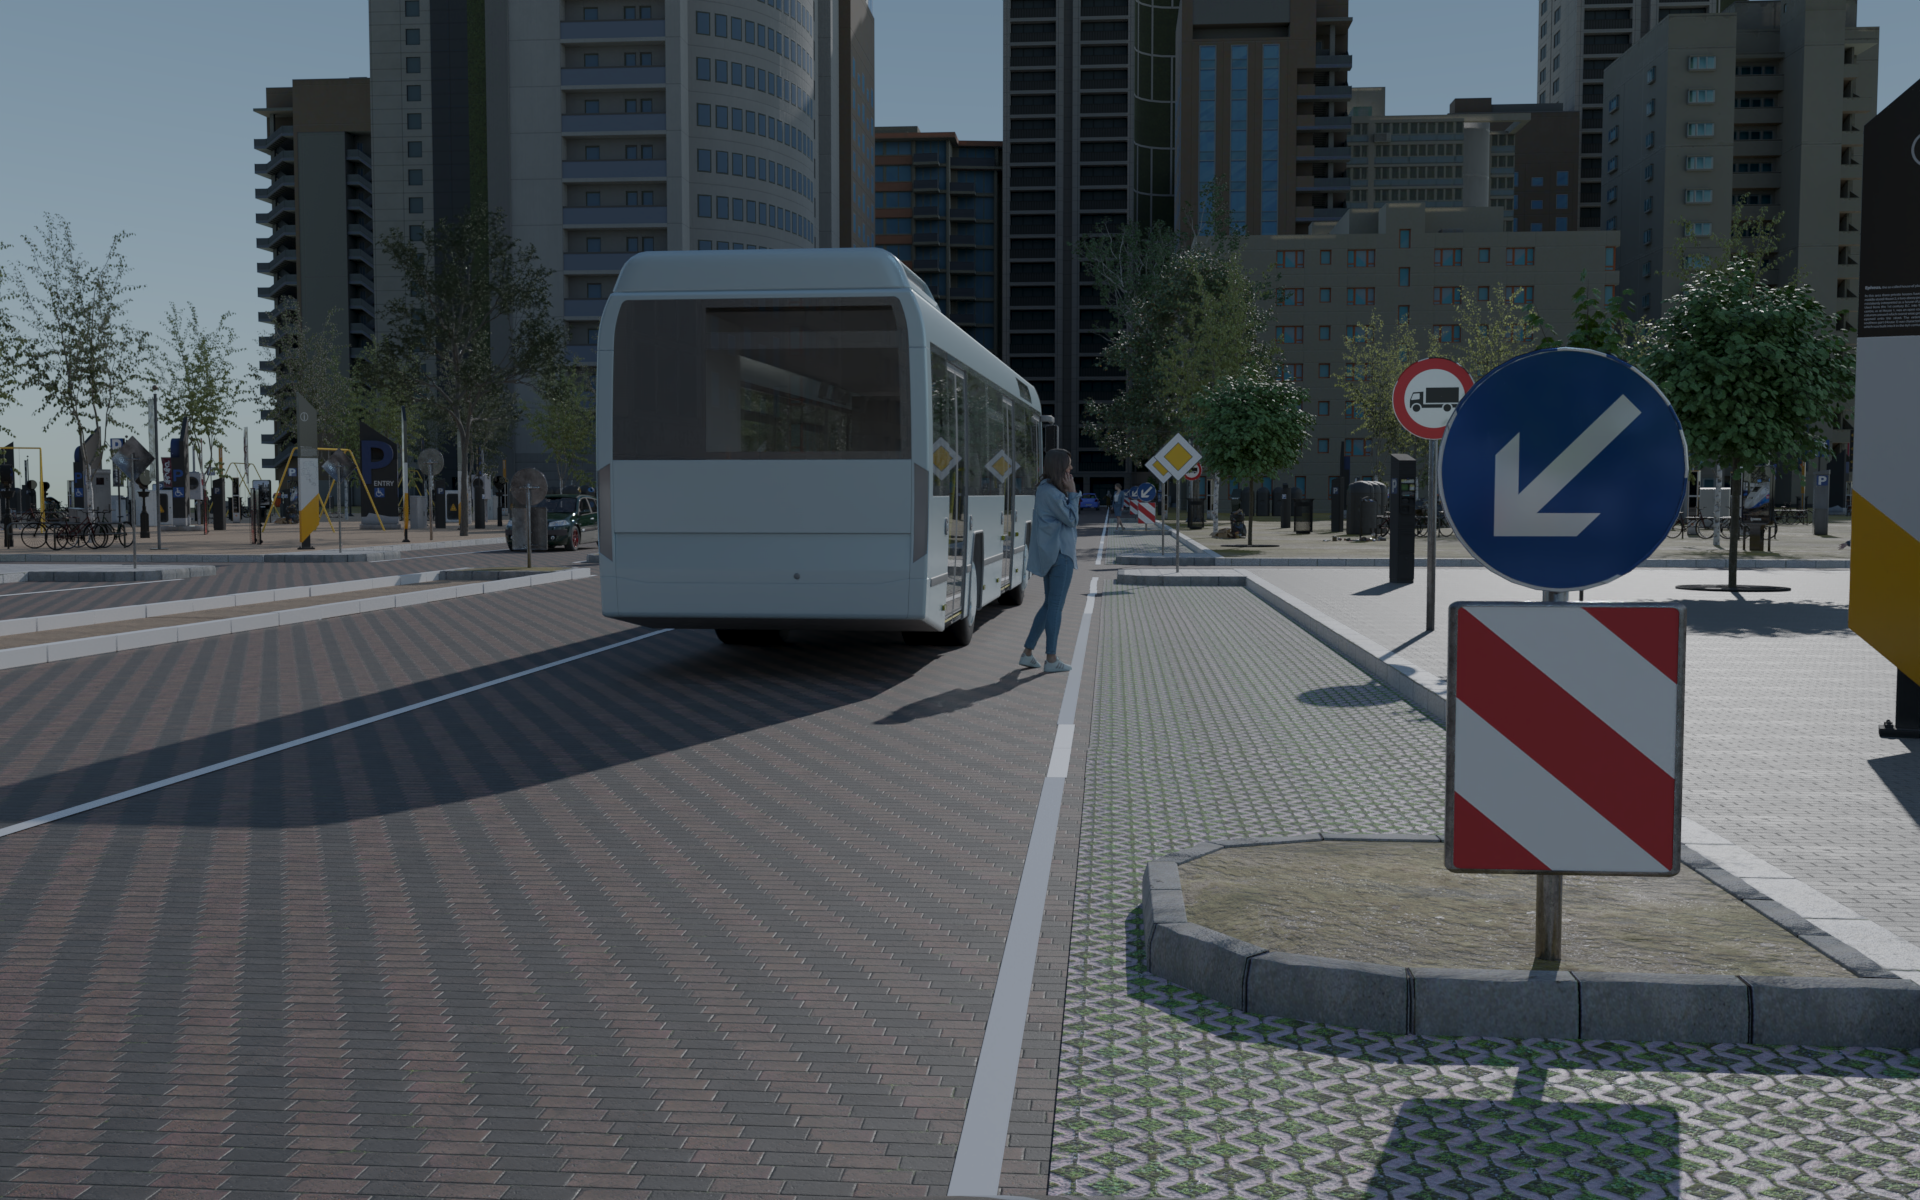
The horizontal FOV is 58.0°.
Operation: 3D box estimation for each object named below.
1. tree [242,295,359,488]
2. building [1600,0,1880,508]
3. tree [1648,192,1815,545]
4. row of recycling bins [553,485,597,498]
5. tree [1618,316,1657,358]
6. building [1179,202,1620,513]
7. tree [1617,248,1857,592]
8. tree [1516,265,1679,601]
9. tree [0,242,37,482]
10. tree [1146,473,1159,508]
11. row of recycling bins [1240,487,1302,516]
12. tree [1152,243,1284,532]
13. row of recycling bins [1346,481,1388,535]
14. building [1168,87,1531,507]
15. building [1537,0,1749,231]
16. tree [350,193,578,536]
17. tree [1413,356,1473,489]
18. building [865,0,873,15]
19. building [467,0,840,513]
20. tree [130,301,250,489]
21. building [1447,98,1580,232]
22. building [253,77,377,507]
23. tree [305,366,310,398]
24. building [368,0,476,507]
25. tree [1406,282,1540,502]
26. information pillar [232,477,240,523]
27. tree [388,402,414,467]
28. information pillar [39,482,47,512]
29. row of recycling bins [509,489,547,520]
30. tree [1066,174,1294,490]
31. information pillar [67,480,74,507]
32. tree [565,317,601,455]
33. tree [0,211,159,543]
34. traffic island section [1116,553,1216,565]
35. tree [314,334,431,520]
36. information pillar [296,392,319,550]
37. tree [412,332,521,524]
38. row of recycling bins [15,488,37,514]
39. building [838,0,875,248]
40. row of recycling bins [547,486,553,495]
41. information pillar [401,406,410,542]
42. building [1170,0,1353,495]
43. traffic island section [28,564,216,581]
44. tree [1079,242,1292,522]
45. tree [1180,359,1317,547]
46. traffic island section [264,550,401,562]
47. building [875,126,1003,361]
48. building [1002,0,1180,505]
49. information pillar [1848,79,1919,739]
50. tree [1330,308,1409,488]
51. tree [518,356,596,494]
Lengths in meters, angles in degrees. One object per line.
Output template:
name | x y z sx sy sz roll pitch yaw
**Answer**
tree | -24.049 -6.935 63.753 4.360 8.622 3.978 0 3 0
building | 76.042 -33.332 168.674 21.600 48.544 21.300 0 4 5
tree | 19.217 -5.693 43.443 4.737 8.622 4.395 0 3 0
row of recycling bins | -16.729 -4.402 79.082 1.069 1.692 3.534 3 4 36
tree | 27.716 -7.343 70.415 4.360 8.622 3.978 0 3 0
building | 30.712 -17.392 129.399 27.650 21.520 28.899 0 4 5
tree | 10.436 -2.410 23.122 4.285 4.588 4.351 0 3 0
tree | 5.354 -1.236 14.812 1.663 3.219 1.824 0 3 0
tree | -27.211 -5.923 47.199 4.737 8.622 4.395 0 3 0
tree | 19.068 -10.970 173.963 1.663 3.219 1.824 0 3 0
row of recycling bins | 17.997 -5.688 100.119 3.534 1.692 1.069 0 4 5
tree | 7.644 -6.194 51.641 4.737 8.622 4.395 0 3 0
row of recycling bins | 13.235 -2.995 56.080 1.069 1.692 3.534 1 4 23
building | 36.684 -29.249 170.101 32.217 40.220 23.993 0 4 5
building | 79.199 -46.579 199.816 20.611 71.187 20.563 0 4 5
tree | -14.939 -7.247 52.907 8.767 10.594 7.601 3 4 38
tree | 25.779 -8.690 92.447 4.737 8.622 4.395 0 3 0
building | -21.131 -52.706 174.415 31.000 86.520 22.319 0 4 5
building | -21.445 -35.783 127.048 21.231 58.520 28.212 0 4 5
tree | -28.808 -7.044 65.539 4.737 8.622 4.395 0 3 0
building | 61.577 -33.564 198.884 14.200 45.320 14.600 0 4 5
building | -64.446 -32.655 184.027 14.200 45.320 14.600 0 4 5
tree | -30.546 -8.340 86.716 4.737 8.622 4.395 0 3 0
building | -46.664 -45.313 179.119 20.611 71.187 20.563 0 4 5
tree | 18.077 -6.671 59.439 4.360 8.622 3.978 0 3 0
information pillar | -31.797 -4.378 76.069 0.304 2.012 0.304 -1 4 -21
tree | -31.766 -9.308 102.548 4.360 8.622 3.978 0 3 0
information pillar | -54.093 -5.976 102.191 0.304 2.012 0.304 -1 4 -15
row of recycling bins | -14.968 -3.214 59.660 1.069 1.692 3.534 -1 4 -17
tree | 12.967 -15.134 103.328 12.611 20.169 13.585 0 3 0
information pillar | -46.782 -5.302 91.172 0.304 2.012 0.304 -3 5 -42
tree | -13.770 -7.372 70.896 4.360 8.622 3.978 0 3 0
tree | -22.856 -5.796 45.130 4.360 8.622 3.978 0 3 0
traffic island section | 4.270 -0.856 36.269 2.009 0.180 2.903 0 4 5
tree | -25.817 -7.855 78.796 4.737 8.622 4.395 0 3 0
information pillar | -15.068 -2.975 40.001 0.183 3.616 0.504 2 4 35
tree | -20.653 -7.491 72.841 4.360 8.622 3.978 0 3 0
row of recycling bins | -59.645 -6.216 108.749 1.069 1.692 3.534 2 4 24
building | -15.060 -30.461 148.141 14.600 45.320 14.200 0 4 5
row of recycling bins | -21.671 -5.254 93.017 1.069 1.692 3.534 1 4 10
information pillar | -14.708 -3.337 45.908 0.183 3.616 0.504 -1 4 -22
building | 25.914 -30.659 151.388 14.600 45.320 14.200 0 4 5
traffic island section | -14.249 -0.464 29.872 2.009 0.180 2.903 0 4 5
tree | 10.714 -9.903 78.930 9.611 12.733 9.660 0 3 0
tree | 7.020 -3.579 42.233 4.285 4.588 4.351 0 3 0
traffic island section | -13.553 -0.951 37.827 2.009 0.180 2.903 0 4 5
building | -8.714 -33.921 209.237 28.867 44.769 22.147 0 4 5
building | 15.845 -46.913 205.287 20.611 71.187 20.563 0 4 5
information pillar | 4.981 -1.085 9.092 0.504 3.616 0.183 2 4 26
tree | 16.951 -7.282 69.420 4.360 8.622 3.978 0 3 0
tree | -20.059 -8.356 86.983 4.737 8.622 4.395 0 3 0
